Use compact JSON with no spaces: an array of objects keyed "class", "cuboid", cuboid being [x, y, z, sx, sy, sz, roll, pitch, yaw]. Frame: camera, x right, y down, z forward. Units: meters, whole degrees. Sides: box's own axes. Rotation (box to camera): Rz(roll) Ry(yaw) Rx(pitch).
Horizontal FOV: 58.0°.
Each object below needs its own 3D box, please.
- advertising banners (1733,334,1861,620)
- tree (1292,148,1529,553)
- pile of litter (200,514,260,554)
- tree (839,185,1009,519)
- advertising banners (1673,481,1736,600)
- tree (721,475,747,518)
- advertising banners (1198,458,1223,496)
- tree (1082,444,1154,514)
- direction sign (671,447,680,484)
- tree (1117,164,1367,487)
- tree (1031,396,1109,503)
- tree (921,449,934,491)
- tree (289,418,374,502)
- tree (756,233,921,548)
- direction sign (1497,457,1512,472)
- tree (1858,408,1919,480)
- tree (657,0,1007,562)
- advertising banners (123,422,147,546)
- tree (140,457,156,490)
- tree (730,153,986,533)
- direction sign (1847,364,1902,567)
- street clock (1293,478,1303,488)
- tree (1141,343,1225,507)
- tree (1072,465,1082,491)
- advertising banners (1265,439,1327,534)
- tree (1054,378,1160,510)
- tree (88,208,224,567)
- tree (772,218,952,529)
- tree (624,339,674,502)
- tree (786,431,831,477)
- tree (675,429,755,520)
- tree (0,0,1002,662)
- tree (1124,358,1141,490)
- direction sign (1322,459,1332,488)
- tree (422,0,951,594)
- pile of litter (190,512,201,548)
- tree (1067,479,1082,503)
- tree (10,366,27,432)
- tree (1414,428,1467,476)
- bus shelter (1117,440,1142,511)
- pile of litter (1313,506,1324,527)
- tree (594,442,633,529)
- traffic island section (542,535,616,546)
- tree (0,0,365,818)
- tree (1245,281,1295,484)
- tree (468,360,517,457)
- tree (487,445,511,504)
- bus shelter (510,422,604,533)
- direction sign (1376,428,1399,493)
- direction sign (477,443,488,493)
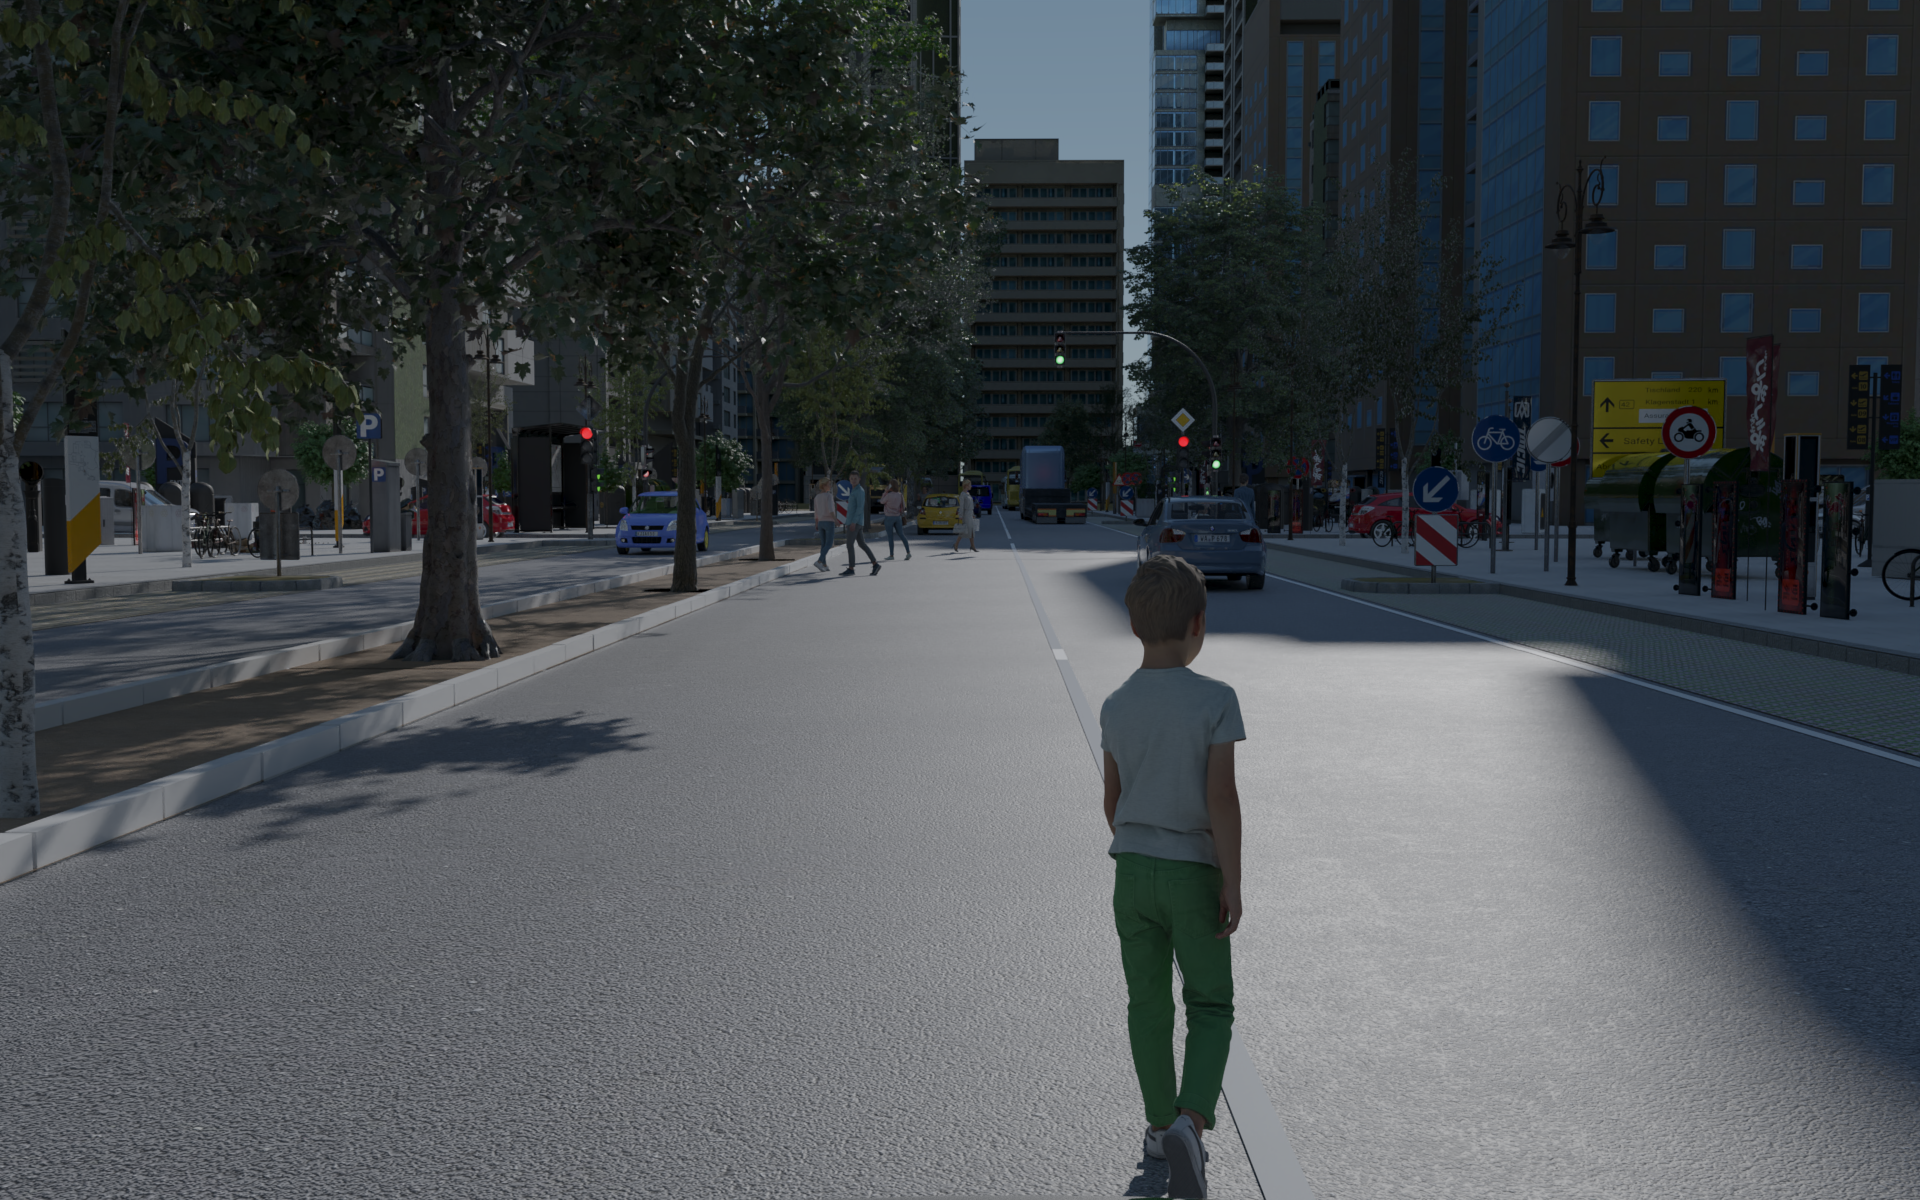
[{"class":"advertising banners","cuboid":[8.939,-1.364,18.489,0.090,3.025,2.074,0,4,-6]},{"class":"tree","cuboid":[9.647,-5.297,36.962,4.360,8.622,3.978,0,3,0]},{"class":"pile of litter","cuboid":[-15.510,-1.473,38.043,1.176,0.858,1.719,3,5,44]},{"class":"tree","cuboid":[-4.017,-14.662,98.068,12.611,20.169,13.585,0,3,0]},{"class":"advertising banners","cuboid":[9.357,-1.528,21.172,0.090,3.025,2.074,0,4,-8]},{"class":"tree","cuboid":[-12.650,-6.105,94.417,1.663,3.219,1.824,0,3,0]},{"class":"advertising banners","cuboid":[11.943,-5.161,80.574,2.074,3.025,0.090,-1,4,-22]},{"class":"tree","cuboid":[11.109,-7.963,113.909,4.285,4.588,4.351,0,3,0]},{"class":"direction sign","cuboid":[-13.563,-5.602,83.590,0.876,3.537,0.379,-3,5,-41]},{"class":"tree","cuboid":[10.846,-9.821,67.224,9.857,13.997,8.962,0,3,0]},{"class":"tree","cuboid":[12.610,-17.360,200.844,9.611,12.733,9.660,0,3,0]},{"class":"tree","cuboid":[-2.955,-8.368,89.643,4.737,8.622,4.395,0,3,0]},{"class":"tree","cuboid":[-24.089,-5.074,66.674,4.285,4.588,4.351,0,3,0]},{"class":"tree","cuboid":[-3.391,-5.671,45.534,4.737,8.622,4.395,0,3,0]},{"class":"direction sign","cuboid":[19.553,-4.294,62.199,0.876,3.537,0.379,-1,4,-17]},{"class":"tree","cuboid":[35.392,-4.947,64.591,4.285,4.588,4.351,0,3,0]},{"class":"tree","cuboid":[-4.098,-7.561,36.456,12.009,13.543,11.850,0,3,0]},{"class":"advertising banners","cuboid":[-20.618,-2.881,43.292,0.090,3.025,2.074,-1,4,-13]},{"class":"tree","cuboid":[-29.932,-4.321,65.252,1.663,3.219,1.824,0,3,0]},{"class":"tree","cuboid":[-3.622,-9.337,61.765,9.857,13.997,8.962,0,3,0]},{"class":"direction sign","cuboid":[16.004,-2.347,30.375,0.876,3.537,0.379,0,4,6]},{"class":"street clock","cuboid":[14.938,-4.424,76.894,0.471,2.002,0.358,2,4,33]},{"class":"tree","cuboid":[10.266,-7.766,77.329,4.360,8.622,3.978,0,3,0]},{"class":"tree","cuboid":[12.223,-11.001,163.579,4.285,4.588,4.351,0,3,0]},{"class":"advertising banners","cuboid":[10.828,-3.651,55.879,2.074,3.025,0.090,2,4,33]},{"class":"tree","cuboid":[11.663,-12.551,139.619,8.767,10.594,7.601,-1,4,-20]},{"class":"tree","cuboid":[-13.674,-4.889,30.293,4.360,8.622,3.978,0,3,0]},{"class":"tree","cuboid":[-3.928,-9.173,70.569,7.486,12.596,7.792,0,3,0]},{"class":"tree","cuboid":[-13.559,-7.355,70.614,4.737,8.622,4.395,0,3,0]},{"class":"tree","cuboid":[-10.986,-12.791,143.538,7.601,10.594,8.767,0,4,3]},{"class":"tree","cuboid":[-11.991,-6.304,86.778,4.285,4.588,4.351,0,3,0]},{"class":"tree","cuboid":[-4.450,-5.837,14.908,9.611,12.733,9.660,0,3,0]},{"class":"tree","cuboid":[10.256,-8.529,89.817,4.360,8.622,3.978,0,3,0]},{"class":"direction sign","cuboid":[23.923,-7.420,113.310,0.876,3.537,0.379,-1,4,-21]},{"class":"tree","cuboid":[-3.905,-5.906,24.784,9.928,11.665,9.643,0,3,0]},{"class":"pile of litter","cuboid":[-17.956,-1.679,41.409,1.719,0.858,1.176,2,4,25]},{"class":"tree","cuboid":[12.162,-11.612,184.456,1.663,3.219,1.824,0,3,0]},{"class":"tree","cuboid":[-19.330,-2.999,32.745,4.285,4.588,4.351,0,3,0]},{"class":"tree","cuboid":[24.263,-6.226,85.508,4.285,4.588,4.351,0,3,0]},{"class":"bus shelter","cuboid":[12.410,-9.077,126.035,2.179,5.291,8.768,0,4,1]},{"class":"pile of litter","cuboid":[13.428,-3.258,67.226,1.719,0.858,1.176,-2,4,-30]},{"class":"tree","cuboid":[-13.260,-4.286,64.684,1.663,3.219,1.824,0,3,0]},{"class":"traffic island section","cuboid":[-10.457,-1.630,48.931,2.009,0.180,2.903,0,4,1]},{"class":"tree","cuboid":[-4.134,-3.325,7.181,4.737,8.622,4.395,0,3,0]},{"class":"tree","cuboid":[9.455,-5.671,43.076,4.360,8.622,3.978,0,3,0]},{"class":"tree","cuboid":[-25.130,-8.519,89.655,4.360,8.622,3.978,0,3,0]},{"class":"tree","cuboid":[-18.016,-4.525,68.583,1.663,3.219,1.824,0,3,0]},{"class":"bus shelter","cuboid":[-13.859,-4.198,59.921,1.731,3.624,6.357,0,4,1]},{"class":"direction sign","cuboid":[14.652,-4.126,59.449,0.379,3.537,0.876,-3,5,-44]},{"class":"direction sign","cuboid":[-21.276,-5.227,77.452,0.876,3.537,0.379,2,4,33]}]
